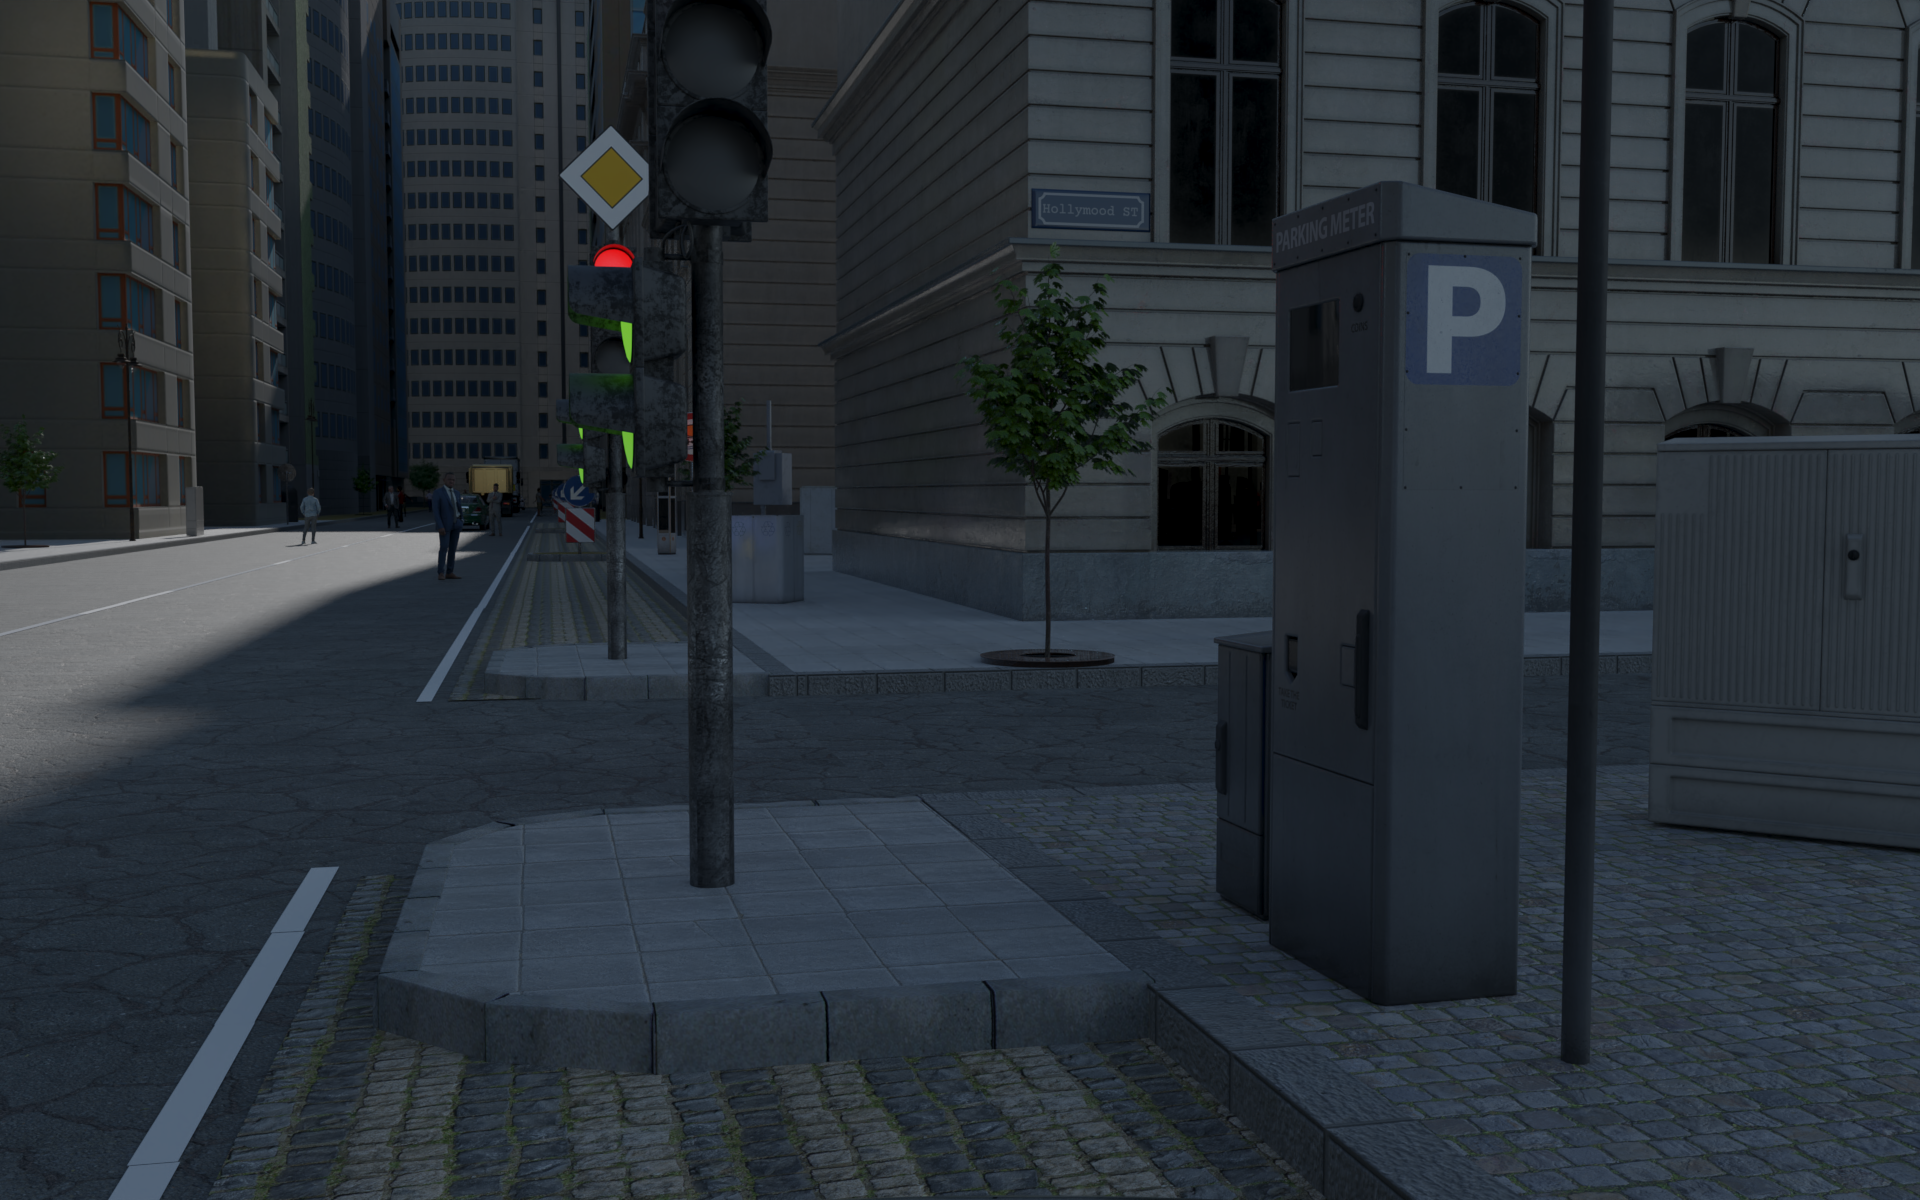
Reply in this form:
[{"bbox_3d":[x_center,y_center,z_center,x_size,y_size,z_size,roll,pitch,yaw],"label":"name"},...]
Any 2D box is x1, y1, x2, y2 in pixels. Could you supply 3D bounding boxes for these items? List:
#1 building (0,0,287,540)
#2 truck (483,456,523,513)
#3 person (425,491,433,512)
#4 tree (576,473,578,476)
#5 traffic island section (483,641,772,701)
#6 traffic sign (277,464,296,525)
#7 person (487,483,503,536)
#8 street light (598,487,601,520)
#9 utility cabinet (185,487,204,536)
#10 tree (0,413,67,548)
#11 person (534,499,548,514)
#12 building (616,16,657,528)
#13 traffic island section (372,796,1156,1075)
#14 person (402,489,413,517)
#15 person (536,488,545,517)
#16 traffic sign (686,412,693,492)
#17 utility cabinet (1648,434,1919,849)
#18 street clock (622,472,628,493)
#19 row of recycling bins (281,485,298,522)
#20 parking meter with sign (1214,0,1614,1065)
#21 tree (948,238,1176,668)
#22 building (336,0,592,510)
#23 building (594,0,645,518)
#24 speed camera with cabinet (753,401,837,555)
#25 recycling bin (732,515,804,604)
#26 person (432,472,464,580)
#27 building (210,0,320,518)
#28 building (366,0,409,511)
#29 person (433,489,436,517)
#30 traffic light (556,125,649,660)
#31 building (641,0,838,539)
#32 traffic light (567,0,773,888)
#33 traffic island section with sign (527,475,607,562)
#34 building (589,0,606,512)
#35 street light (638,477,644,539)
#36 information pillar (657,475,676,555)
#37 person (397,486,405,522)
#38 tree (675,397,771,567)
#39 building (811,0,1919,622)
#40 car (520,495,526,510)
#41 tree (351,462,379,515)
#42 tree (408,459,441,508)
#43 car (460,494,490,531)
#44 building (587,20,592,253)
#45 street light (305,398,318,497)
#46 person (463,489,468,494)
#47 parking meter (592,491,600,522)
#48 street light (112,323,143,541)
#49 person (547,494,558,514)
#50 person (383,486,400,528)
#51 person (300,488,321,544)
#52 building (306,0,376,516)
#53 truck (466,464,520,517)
[{"bbox_3d":[-40.119,-13.112,59.423,27.650,21.520,28.899,-1,4,-13],"label":"building"},{"bbox_3d":[-35.453,-8.900,134.431,2.839,4.237,11.283,-1,4,-13],"label":"truck"},{"bbox_3d":[-41.949,-7.799,136.945,0.756,1.711,0.436,-3,4,-36],"label":"person"},{"bbox_3d":[-34.960,-10.014,158.328,1.663,3.219,1.824,0,3,0],"label":"tree"},{"bbox_3d":[-2.642,0.538,13.481,2.009,0.180,2.903,-1,4,-13],"label":"traffic island section"},{"bbox_3d":[-28.194,-4.431,72.555,0.768,2.556,0.104,-1,4,-10],"label":"traffic sign"},{"bbox_3d":[-15.870,-3.083,59.083,0.511,1.800,0.466,0,4,-7],"label":"person"},{"bbox_3d":[-17.912,-6.911,85.783,0.468,5.910,1.993,-1,4,-13],"label":"street light"},{"bbox_3d":[-23.314,-2.694,52.733,0.318,1.500,1.173,-1,4,-14],"label":"utility cabinet"},{"bbox_3d":[-22.306,-2.855,41.283,1.663,3.219,1.824,0,3,0],"label":"tree"},{"bbox_3d":[-30.604,-7.007,126.323,1.065,1.426,0.557,-1,4,-10],"label":"person"},{"bbox_3d":[-8.451,-14.375,76.830,13.314,21.916,24.055,-1,4,-13],"label":"building"},{"bbox_3d":[-0.794,1.013,5.712,2.009,0.180,2.903,-1,4,-13],"label":"traffic island section"},{"bbox_3d":[-35.078,-6.117,109.038,1.217,1.766,0.721,-1,4,-11],"label":"person"},{"bbox_3d":[-26.632,-6.189,109.698,0.705,1.824,1.348,-2,4,-32],"label":"person"},{"bbox_3d":[-4.170,-1.647,27.032,0.768,2.556,0.104,-1,4,-9],"label":"traffic sign"},{"bbox_3d":[3.212,0.138,6.415,1.173,1.500,0.318,2,4,34],"label":"utility cabinet"},{"bbox_3d":[-10.991,-3.152,56.103,0.358,2.002,0.471,2,4,30],"label":"street clock"},{"bbox_3d":[-31.853,-4.362,78.437,3.534,1.692,1.069,-1,4,-16],"label":"row of recycling bins"},{"bbox_3d":[1.177,-0.512,4.626,0.543,3.016,1.738,-1,4,-15],"label":"parking meter with sign"},{"bbox_3d":[0.808,-1.137,13.189,1.663,3.219,1.824,0,3,0],"label":"tree"},{"bbox_3d":[-47.009,-38.845,177.109,28.212,58.520,21.231,-1,4,-13],"label":"building"},{"bbox_3d":[-13.546,-27.441,98.771,14.600,45.320,14.200,-1,4,-13],"label":"building"},{"bbox_3d":[-3.329,-2.590,36.684,2.038,3.252,0.660,1,4,17],"label":"speed camera with cabinet"},{"bbox_3d":[-2.310,-0.492,20.606,0.722,1.027,0.722,1,4,17],"label":"recycling bin"},{"bbox_3d":[-8.623,-1.251,29.143,0.419,1.800,0.721,2,4,26],"label":"person"},{"bbox_3d":[-41.383,-24.748,88.231,14.154,41.232,14.086,-1,4,-13],"label":"building"},{"bbox_3d":[-54.986,-30.371,146.677,14.200,45.320,14.600,-1,4,-13],"label":"building"},{"bbox_3d":[-32.669,-6.080,108.437,0.750,1.759,0.617,1,4,10],"label":"person"},{"bbox_3d":[-2.684,-1.495,13.357,0.839,4.253,0.868,-1,4,-13],"label":"traffic light"},{"bbox_3d":[-2.982,-15.626,52.744,12.463,27.353,25.104,-1,4,-13],"label":"building"},{"bbox_3d":[-0.835,-1.019,5.588,0.839,4.253,0.868,-1,4,-13],"label":"traffic light"},{"bbox_3d":[-8.337,-1.761,37.415,1.989,1.847,2.006,-1,4,-13],"label":"traffic island section with sign"},{"bbox_3d":[-18.134,-31.428,137.546,21.300,48.544,21.600,-1,4,-13],"label":"building"},{"bbox_3d":[-9.200,-4.710,49.798,0.468,5.910,1.993,-1,4,-13],"label":"street light"},{"bbox_3d":[-6.213,-1.968,36.662,0.304,2.012,0.304,1,4,16],"label":"information pillar"},{"bbox_3d":[-28.393,-4.846,87.688,0.705,1.831,1.348,0,4,6],"label":"person"},{"bbox_3d":[-4.048,-2.145,29.669,1.663,3.219,1.824,0,3,0],"label":"tree"},{"bbox_3d":[15.907,-12.630,25.581,34.723,24.649,14.460,-1,4,-13],"label":"building"},{"bbox_3d":[-39.945,-8.735,155.184,2.083,1.381,4.827,-1,4,-15],"label":"car"},{"bbox_3d":[-36.361,-6.807,105.900,1.663,3.219,1.824,0,3,0],"label":"tree"},{"bbox_3d":[-49.263,-10.744,159.375,4.285,4.588,4.351,0,3,0],"label":"tree"},{"bbox_3d":[-19.804,-3.511,69.202,2.131,1.459,4.920,-1,4,-12],"label":"car"},{"bbox_3d":[-25.892,-28.814,154.703,14.154,41.232,14.086,-1,4,-13],"label":"building"},{"bbox_3d":[-31.130,-6.758,83.280,0.468,5.910,1.993,-1,4,-13],"label":"street light"},{"bbox_3d":[-40.061,-8.053,140.263,1.348,1.812,0.705,0,4,-1],"label":"person"},{"bbox_3d":[-16.741,-4.354,79.591,0.372,1.533,0.369,0,3,0],"label":"parking meter"},{"bbox_3d":[-22.572,-4.543,47.071,0.468,5.910,1.993,-1,4,-13],"label":"street light"},{"bbox_3d":[-29.172,-6.894,124.400,0.628,1.438,0.799,2,4,30],"label":"person"},{"bbox_3d":[-23.833,-3.903,72.712,0.661,1.777,0.834,-3,5,-40],"label":"person"},{"bbox_3d":[-18.670,-2.417,49.823,0.589,1.601,0.330,0,4,2],"label":"person"},{"bbox_3d":[-49.211,-34.590,107.544,21.231,58.520,28.212,-1,4,-13],"label":"building"},{"bbox_3d":[-29.918,-7.025,110.777,3.469,3.379,9.791,-1,4,-14],"label":"truck"}]
